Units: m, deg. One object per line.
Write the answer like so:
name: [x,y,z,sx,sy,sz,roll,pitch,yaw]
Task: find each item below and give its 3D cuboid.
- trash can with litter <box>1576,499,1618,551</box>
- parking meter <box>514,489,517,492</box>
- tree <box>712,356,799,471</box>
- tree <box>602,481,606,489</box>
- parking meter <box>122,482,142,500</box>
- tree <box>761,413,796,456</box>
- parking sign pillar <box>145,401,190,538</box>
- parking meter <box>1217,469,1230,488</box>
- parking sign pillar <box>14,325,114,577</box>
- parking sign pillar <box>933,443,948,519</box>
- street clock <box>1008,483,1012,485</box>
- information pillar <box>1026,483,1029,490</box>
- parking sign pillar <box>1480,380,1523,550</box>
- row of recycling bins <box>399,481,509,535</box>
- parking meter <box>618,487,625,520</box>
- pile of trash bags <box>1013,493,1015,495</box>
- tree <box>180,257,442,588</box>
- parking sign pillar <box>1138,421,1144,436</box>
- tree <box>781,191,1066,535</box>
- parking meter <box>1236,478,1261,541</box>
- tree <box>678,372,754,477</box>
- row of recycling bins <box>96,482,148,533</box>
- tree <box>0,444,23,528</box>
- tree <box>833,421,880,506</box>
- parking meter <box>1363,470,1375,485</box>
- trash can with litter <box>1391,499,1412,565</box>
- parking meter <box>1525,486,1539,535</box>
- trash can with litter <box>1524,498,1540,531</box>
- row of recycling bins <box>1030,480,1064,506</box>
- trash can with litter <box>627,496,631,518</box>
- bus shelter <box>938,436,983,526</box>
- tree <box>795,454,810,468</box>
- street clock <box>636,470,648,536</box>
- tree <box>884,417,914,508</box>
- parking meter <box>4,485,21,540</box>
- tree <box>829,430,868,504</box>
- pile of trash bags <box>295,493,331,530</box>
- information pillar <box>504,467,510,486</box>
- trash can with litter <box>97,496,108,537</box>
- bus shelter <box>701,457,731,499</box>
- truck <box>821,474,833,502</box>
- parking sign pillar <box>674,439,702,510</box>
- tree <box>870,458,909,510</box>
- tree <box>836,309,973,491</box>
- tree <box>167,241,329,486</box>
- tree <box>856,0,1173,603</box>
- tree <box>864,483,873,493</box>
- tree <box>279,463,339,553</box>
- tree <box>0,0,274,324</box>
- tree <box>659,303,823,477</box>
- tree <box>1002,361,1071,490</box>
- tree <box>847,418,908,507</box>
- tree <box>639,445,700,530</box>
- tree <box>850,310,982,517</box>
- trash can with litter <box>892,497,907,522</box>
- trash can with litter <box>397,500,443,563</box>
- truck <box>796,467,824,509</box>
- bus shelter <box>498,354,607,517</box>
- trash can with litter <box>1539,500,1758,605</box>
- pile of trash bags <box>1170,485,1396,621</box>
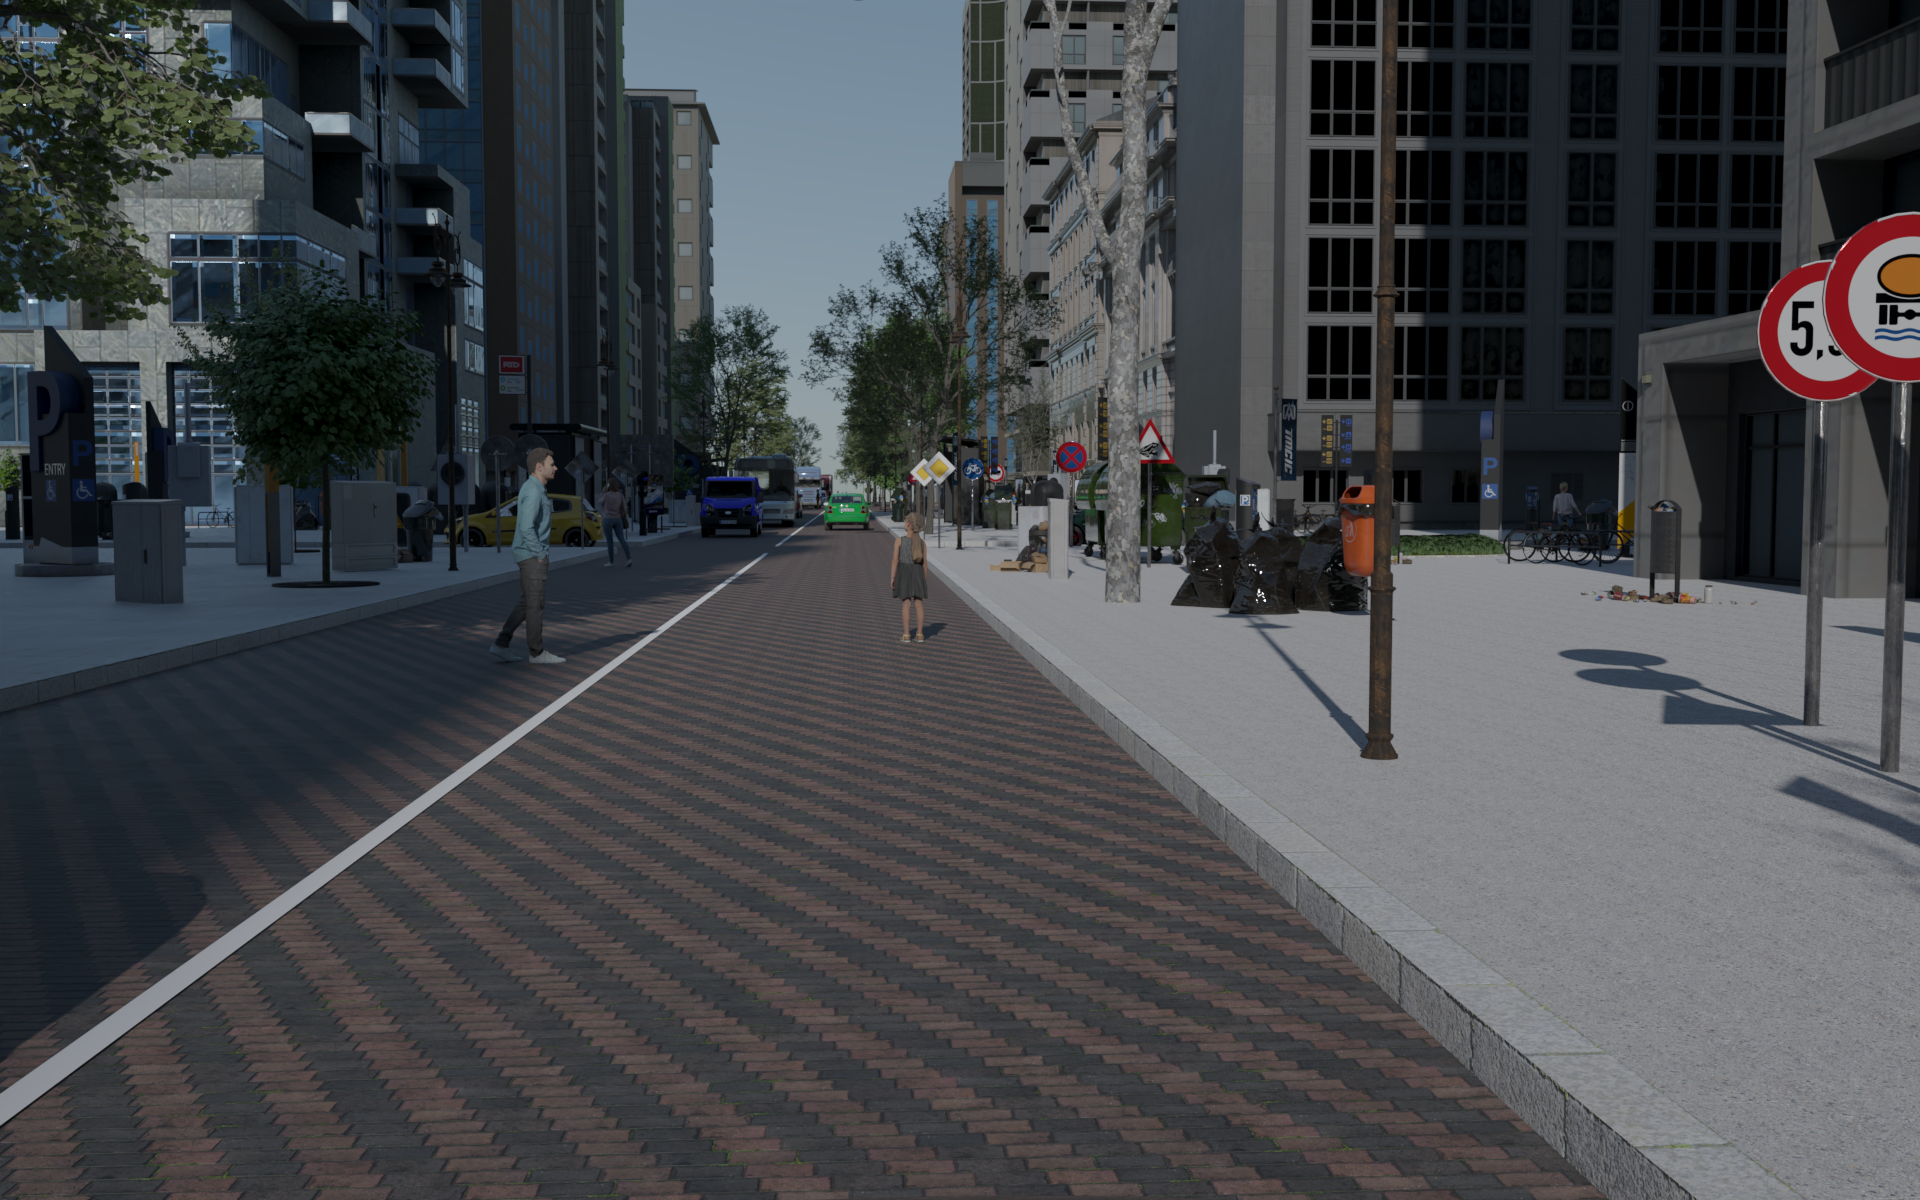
trash can with litter: [14.464,-1.711,39.362,0.624,1.170,1.055,3,5,43]
parking meter: [-22.283,-4.830,87.384,0.372,1.533,0.369,0,3,0]
tree: [-17.017,-13.716,142.381,7.486,12.596,7.792,0,3,0]
tree: [-22.422,-7.177,111.940,1.663,3.219,1.824,0,3,0]
parking meter: [-17.805,-1.765,37.271,0.372,1.533,0.369,0,3,0]
tree: [-16.402,-12.281,151.149,4.360,8.622,3.978,0,3,0]
parking sign pillar: [-23.447,-3.816,50.857,1.447,3.967,1.447,-1,4,-9]
parking meter: [6.000,-2.067,39.512,0.255,1.863,0.399,1,4,15]
parking sign pillar: [-14.155,-2.376,27.316,1.447,3.967,1.447,3,4,38]
parking sign pillar: [-0.812,-6.248,90.631,1.447,3.967,1.447,-1,4,-13]
street clock: [3.108,-6.426,109.642,0.358,2.002,0.471,-1,4,-23]
information pillar: [4.501,-6.954,118.195,0.304,2.012,0.304,2,4,25]
parking sign pillar: [12.384,-3.170,40.302,1.447,3.967,1.447,1,4,21]
row of recycling bins: [-16.086,-2.937,55.139,3.534,1.692,1.069,-3,4,-36]
parking meter: [-15.676,-4.564,80.329,0.399,1.863,0.255,1,4,18]
pile of trash bags: [2.358,-6.858,121.886,3.447,1.369,1.912,0,4,3]
tree: [-8.963,-2.472,24.132,4.285,4.588,4.351,0,3,0]
parking sign pillar: [6.552,-4.536,62.639,1.447,3.967,1.447,-2,4,-24]
tree: [-1.000,-7.339,54.401,8.767,10.594,7.601,0,4,-1]
parking meter: [4.424,-1.113,26.614,0.372,1.533,0.369,0,3,0]
tree: [-14.666,-9.362,103.429,4.360,8.622,3.978,0,3,0]
row of recycling bins: [-28.724,-3.071,57.326,3.534,1.692,1.069,-1,4,-9]
tree: [-36.608,-4.426,66.965,1.663,3.219,1.824,0,3,0]
tree: [-9.309,-16.767,191.151,9.611,12.733,9.660,0,3,0]
parking meter: [9.894,-2.205,41.768,0.255,1.863,0.399,0,4,-4]
trash can with litter: [7.426,-1.275,31.901,2.233,1.210,1.678,0,4,-4]
parking meter: [17.865,-2.794,54.094,0.372,1.533,0.369,0,3,0]
trash can with litter: [19.582,-2.931,58.984,1.678,1.210,2.233,0,4,-3]
row of recycling bins: [2.604,-2.755,52.154,1.069,1.692,3.534,0,4,2]
trash can with litter: [-17.229,-4.947,92.273,1.055,1.170,0.624,2,4,30]
bus shelter: [-0.015,-4.993,72.922,1.731,3.624,6.357,0,4,-4]
tree: [-25.720,-20.216,280.893,4.737,8.622,4.395,0,3,0]
street clock: [-9.742,-2.974,53.189,0.358,2.002,0.471,1,4,9]
tree: [-5.982,-12.451,153.936,4.360,8.622,3.978,0,3,0]
parking meter: [-26.752,-2.475,48.885,0.372,1.533,0.369,0,3,0]
tree: [-12.642,-19.881,235.416,12.009,13.543,11.850,0,3,0]
pile of trash bags: [-23.196,-3.249,62.874,1.912,1.369,3.447,-1,4,-14]
information pillar: [-22.511,-5.799,86.176,0.183,3.616,0.504,1,4,12]
trash can with litter: [-26.050,-2.530,52.420,1.678,1.210,2.233,-2,4,-32]
bus shelter: [-15.966,-7.446,113.031,1.731,3.624,6.357,0,4,-4]
truck: [-19.643,-15.866,248.315,2.839,4.237,11.283,0,4,-2]
parking sign pillar: [-13.280,-5.880,84.603,1.447,3.967,1.447,-2,4,-26]
tree: [-5.613,-9.570,140.189,4.285,4.588,4.351,0,3,0]
tree: [-3.779,-12.723,114.683,9.857,13.997,8.962,0,3,0]
tree: [-20.038,-6.079,49.760,4.737,8.622,4.395,0,3,0]
tree: [2.958,-10.102,21.057,12.611,20.169,13.585,0,3,0]
tree: [-14.759,-17.481,280.417,1.663,3.219,1.824,0,3,0]
tree: [-14.618,-2.650,37.925,1.663,3.219,1.824,0,3,0]
tree: [-8.363,-5.642,10.378,7.486,12.596,7.792,0,3,0]
tree: [-12.641,-10.280,93.830,9.928,11.665,9.643,0,3,0]
tree: [4.143,-8.956,96.799,4.360,8.622,3.978,0,3,0]
tree: [-8.027,-15.728,175.286,7.486,12.596,7.792,0,3,0]
tree: [-11.120,-4.413,66.752,1.663,3.219,1.824,0,3,0]
tree: [-2.567,-10.489,97.258,9.928,11.665,9.643,0,3,0]
trash can with litter: [-2.558,-4.105,78.506,1.055,1.170,0.624,1,4,20]
trash can with litter: [-10.269,-1.295,32.565,0.624,1.170,1.055,1,4,20]
truck: [-15.266,-11.356,175.431,2.967,4.110,18.799,0,4,-4]
bus shelter: [-12.362,-4.589,52.658,2.179,5.291,8.768,0,4,-4]
trash can with litter: [8.415,-0.608,20.995,1.678,1.210,2.233,-1,4,-11]
pile of trash bags: [3.717,-0.558,18.883,1.912,1.369,3.447,-1,4,-17]
